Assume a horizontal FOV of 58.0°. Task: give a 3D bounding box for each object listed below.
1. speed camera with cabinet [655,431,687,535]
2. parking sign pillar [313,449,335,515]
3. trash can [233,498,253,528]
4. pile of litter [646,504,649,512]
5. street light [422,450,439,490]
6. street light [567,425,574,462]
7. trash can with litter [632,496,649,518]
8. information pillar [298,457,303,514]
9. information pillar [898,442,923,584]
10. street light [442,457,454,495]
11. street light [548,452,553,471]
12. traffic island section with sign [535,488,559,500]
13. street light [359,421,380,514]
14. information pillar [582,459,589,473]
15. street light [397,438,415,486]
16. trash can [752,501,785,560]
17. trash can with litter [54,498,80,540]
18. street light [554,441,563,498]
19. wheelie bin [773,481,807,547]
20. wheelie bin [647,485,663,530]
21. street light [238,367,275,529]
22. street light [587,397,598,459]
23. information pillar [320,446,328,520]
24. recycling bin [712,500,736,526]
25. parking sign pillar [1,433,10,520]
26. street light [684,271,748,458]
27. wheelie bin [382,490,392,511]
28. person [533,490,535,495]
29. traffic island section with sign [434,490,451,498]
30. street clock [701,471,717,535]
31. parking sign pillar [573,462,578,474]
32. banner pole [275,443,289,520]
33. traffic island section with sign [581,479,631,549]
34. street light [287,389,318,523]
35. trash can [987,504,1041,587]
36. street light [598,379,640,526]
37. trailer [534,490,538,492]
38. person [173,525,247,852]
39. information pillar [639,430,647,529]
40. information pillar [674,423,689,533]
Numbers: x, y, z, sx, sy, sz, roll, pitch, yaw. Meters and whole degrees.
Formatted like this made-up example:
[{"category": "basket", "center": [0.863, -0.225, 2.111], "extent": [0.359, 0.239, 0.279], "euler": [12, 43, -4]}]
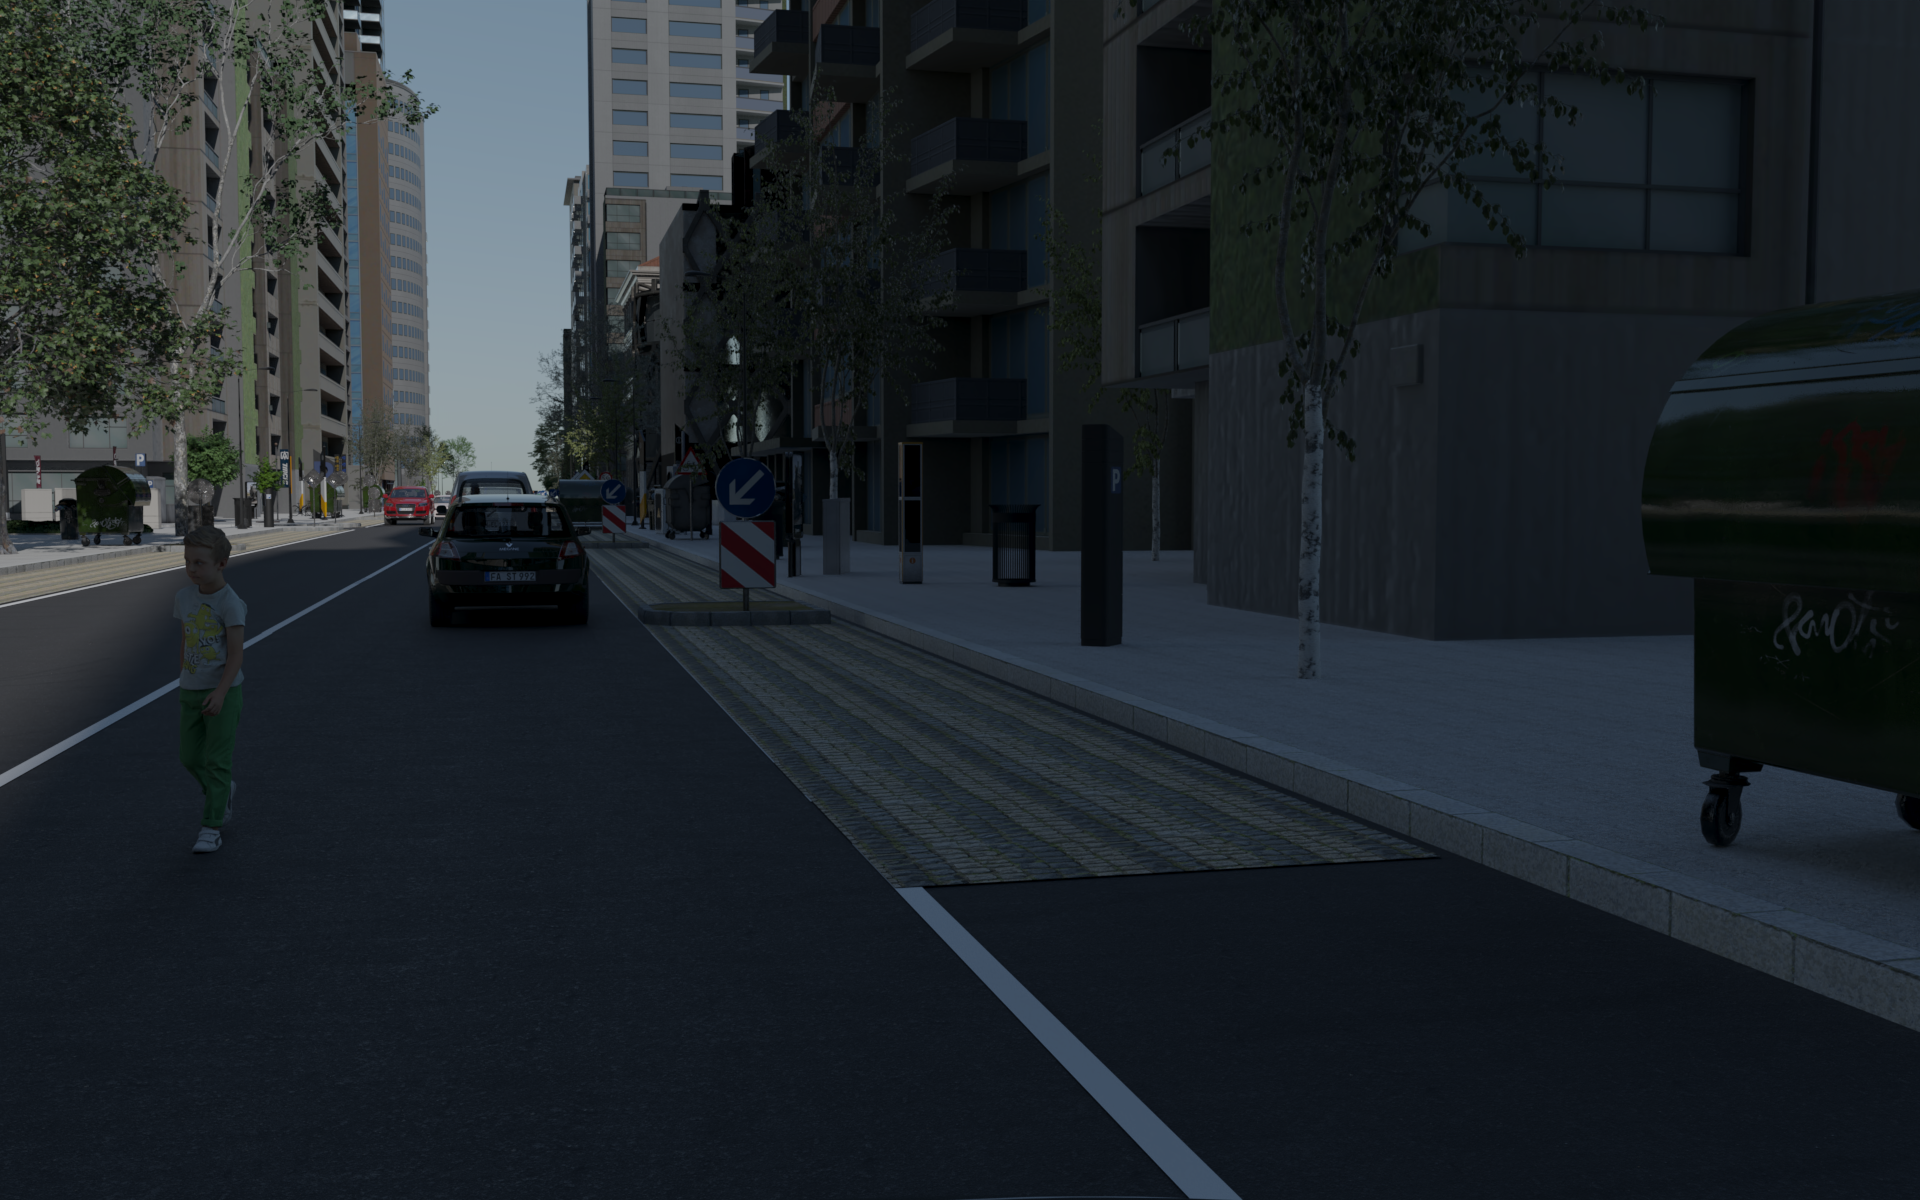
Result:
[{"category": "speed camera with cabinet", "center": [-9.150, -3.708, 54.960], "extent": [0.660, 3.252, 2.038], "euler": [-2, 4, -26]}, {"category": "parking sign pillar", "center": [-37.867, -7.024, 103.307], "extent": [1.447, 3.967, 1.447], "euler": [-1, 4, -15]}, {"category": "trash can", "center": [-27.123, -3.295, 65.528], "extent": [0.748, 1.137, 0.748], "euler": [0, 3, 0]}, {"category": "pile of litter", "center": [-17.507, -5.058, 96.665], "extent": [1.176, 0.858, 1.719], "euler": [-3, 5, -41]}, {"category": "street light", "center": [-56.137, -12.861, 182.812], "extent": [1.470, 5.913, 1.316], "euler": [-1, 4, -14]}, {"category": "street light", "center": [-25.680, -8.837, 117.027], "extent": [1.470, 5.913, 1.316], "euler": [-1, 4, -14]}, {"category": "trash can with litter", "center": [-17.179, -5.025, 93.551], "extent": [0.624, 1.170, 1.055], "euler": [1, 4, 19]}, {"category": "information pillar", "center": [-41.530, -7.203, 109.119], "extent": [0.183, 3.616, 0.504], "euler": [-3, 5, -39]}, {"category": "information pillar", "center": [-0.704, -1.237, 24.722], "extent": [0.304, 2.012, 0.304], "euler": [-1, 4, -12]}, {"category": "street light", "center": [-68.063, -15.719, 229.539], "extent": [1.470, 5.913, 1.316], "euler": [-1, 4, -14]}, {"category": "street light", "center": [-44.502, -13.385, 191.382], "extent": [1.470, 5.913, 1.316], "euler": [-1, 4, -14]}, {"category": "traffic island section with sign", "center": [-29.750, -7.189, 126.162], "extent": [1.989, 1.847, 2.006], "euler": [-1, 4, -14]}, {"category": "street light", "center": [-37.631, -8.427, 110.326], "extent": [1.470, 5.913, 1.316], "euler": [-1, 4, -14]}, {"category": "information pillar", "center": [-25.063, -7.631, 116.113], "extent": [0.504, 3.616, 0.183], "euler": [1, 4, 20]}, {"category": "street light", "center": [-47.505, -10.791, 148.966], "extent": [1.470, 5.913, 1.316], "euler": [-1, 4, -14]}, {"category": "trash can", "center": [-3.772, -1.364, 33.952], "extent": [0.748, 1.137, 0.748], "euler": [0, 3, 0]}, {"category": "trash can with litter", "center": [-25.132, -2.289, 48.815], "extent": [0.624, 1.170, 1.055], "euler": [-1, 4, -22]}, {"category": "street light", "center": [-35.803, -11.279, 156.949], "extent": [1.470, 5.913, 1.316], "euler": [-1, 4, -14]}, {"category": "wheelie bin", "center": [-4.200, -2.087, 42.030], "extent": [0.980, 1.594, 0.693], "euler": [0, 4, 1]}, {"category": "wheelie bin", "center": [-10.740, -3.287, 61.645], "extent": [0.693, 1.594, 0.980], "euler": [-2, 4, -32]}, {"category": "street light", "center": [-25.701, -5.548, 63.251], "extent": [1.470, 5.913, 1.316], "euler": [-1, 4, -14]}, {"category": "street light", "center": [-17.051, -6.769, 83.207], "extent": [1.470, 5.913, 1.316], "euler": [-1, 4, -14]}, {"category": "information pillar", "center": [-31.358, -5.747, 85.323], "extent": [0.183, 3.616, 0.504], "euler": [-3, 5, -41]}, {"category": "recycling bin", "center": [-9.649, -3.566, 70.866], "extent": [0.722, 1.027, 0.722], "euler": [2, 4, 35]}, {"category": "parking sign pillar", "center": [-42.942, -5.400, 76.759], "extent": [1.447, 3.967, 1.447], "euler": [-1, 4, -16]}, {"category": "street light", "center": [-5.049, -3.900, 36.312], "extent": [1.470, 5.913, 1.316], "euler": [-1, 4, -14]}, {"category": "wheelie bin", "center": [-43.366, -7.553, 131.396], "extent": [0.980, 1.594, 0.693], "euler": [-2, 4, -27]}, {"category": "person", "center": [-45.249, -10.716, 183.699], "extent": [0.705, 1.826, 1.348], "euler": [2, 4, 26]}, {"category": "traffic island section with sign", "center": [-51.762, -9.978, 171.774], "extent": [1.989, 1.847, 2.006], "euler": [-1, 4, -14]}, {"category": "street clock", "center": [-7.872, -3.040, 54.271], "extent": [0.471, 2.002, 0.358], "euler": [0, 4, 2]}, {"category": "parking sign pillar", "center": [-32.787, -9.736, 147.657], "extent": [1.447, 3.967, 1.447], "euler": [-1, 4, -13]}, {"category": "banner pole", "center": [-33.211, -5.799, 84.836], "extent": [0.863, 3.779, 0.401], "euler": [-2, 4, -25]}, {"category": "traffic island section with sign", "center": [-9.378, -2.296, 46.160], "extent": [1.989, 1.847, 2.006], "euler": [-1, 4, -14]}, {"category": "street light", "center": [-28.942, -6.341, 76.211], "extent": [1.470, 5.913, 1.316], "euler": [-1, 4, -14]}, {"category": "trash can", "center": [0.752, -0.761, 24.091], "extent": [0.748, 1.137, 0.748], "euler": [0, 3, 0]}, {"category": "street light", "center": [-13.734, -5.968, 70.119], "extent": [1.470, 5.913, 1.316], "euler": [-1, 4, -14]}, {"category": "trailer", "center": [-67.952, -16.499, 276.814], "extent": [1.471, 1.999, 3.904], "euler": [-1, 4, -12]}, {"category": "person", "center": [-3.075, 0.344, 7.131], "extent": [0.306, 1.304, 0.590], "euler": [0, 4, -8]}, {"category": "information pillar", "center": [-11.615, -4.407, 63.413], "extent": [0.183, 3.616, 0.504], "euler": [-2, 4, -29]}, {"category": "information pillar", "center": [-9.207, -4.033, 57.289], "extent": [0.504, 3.616, 0.183], "euler": [-1, 4, -18]}]
